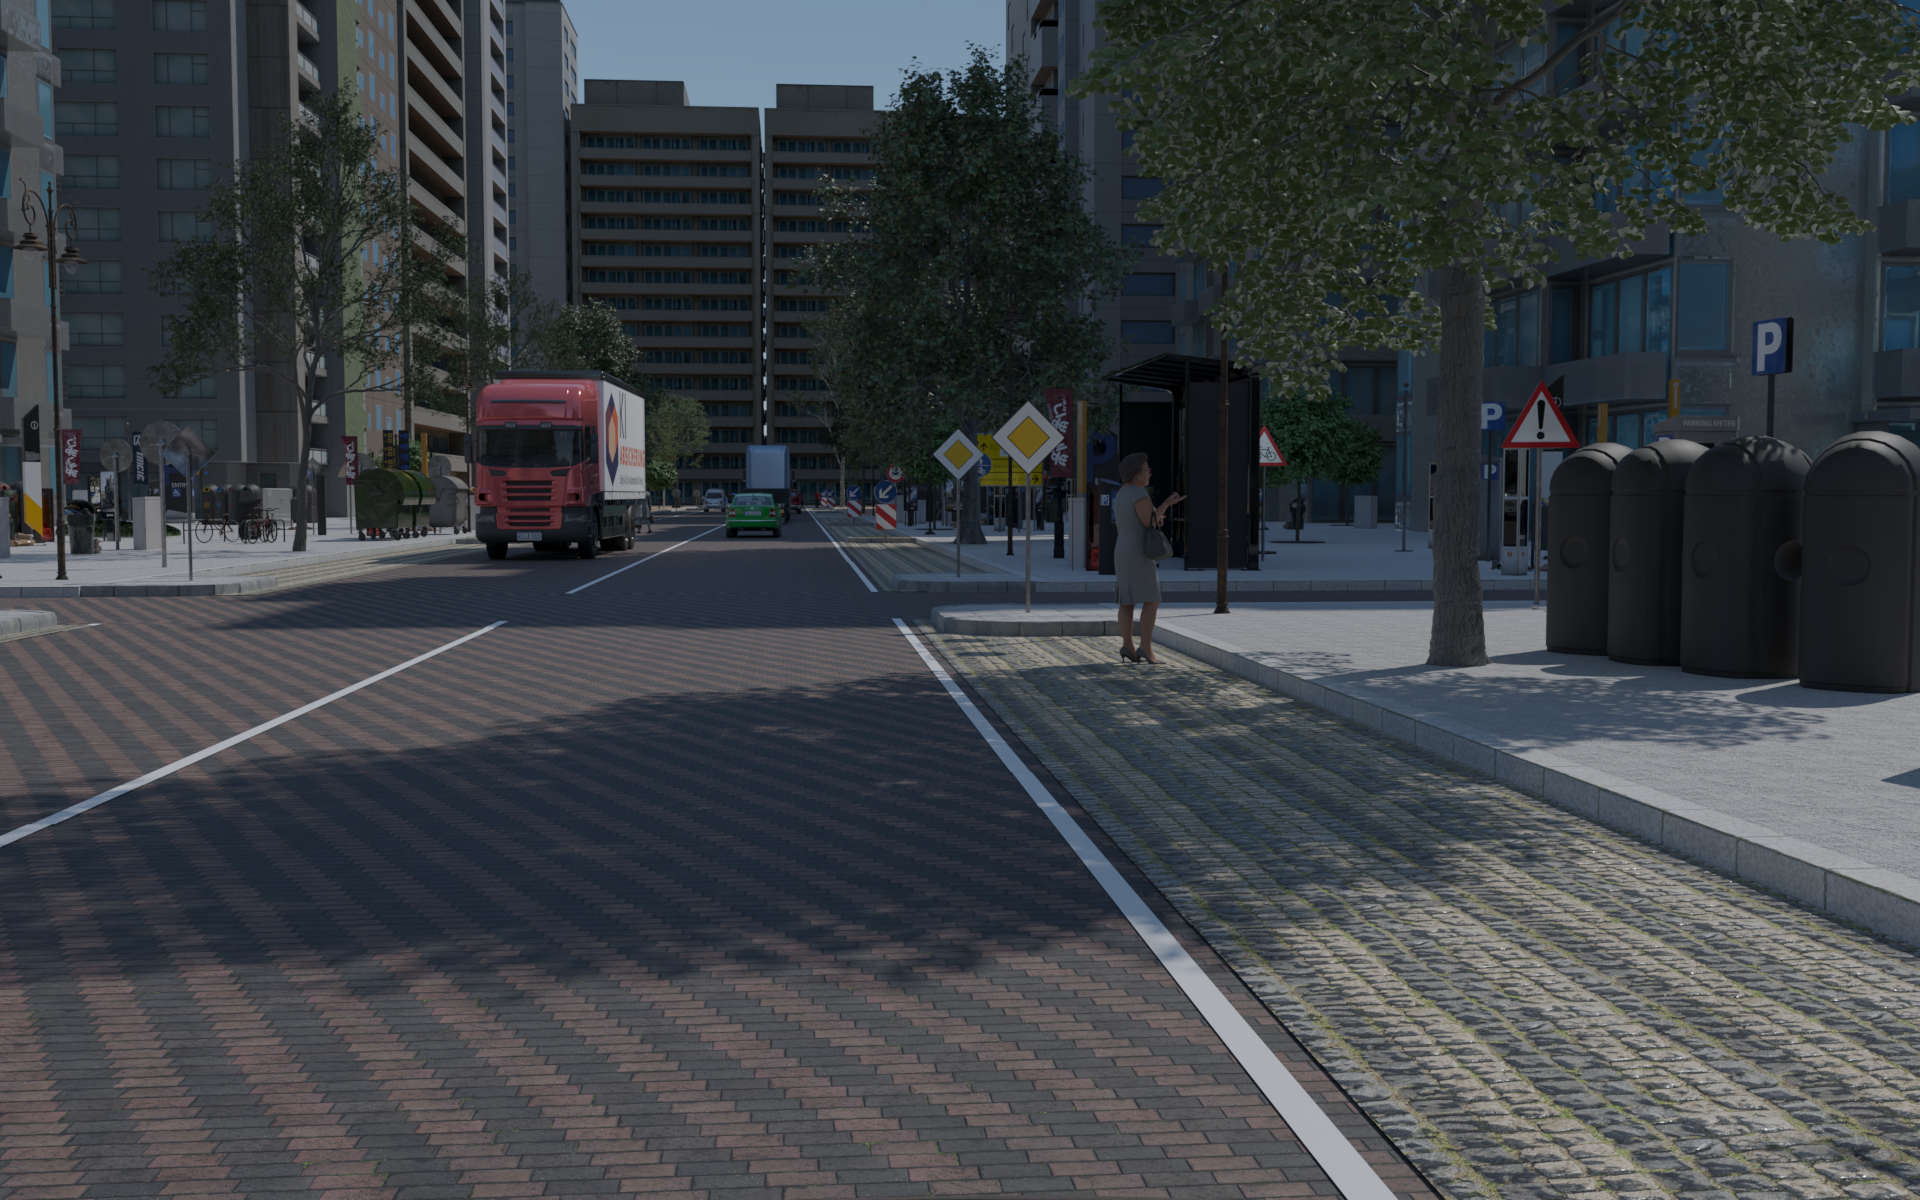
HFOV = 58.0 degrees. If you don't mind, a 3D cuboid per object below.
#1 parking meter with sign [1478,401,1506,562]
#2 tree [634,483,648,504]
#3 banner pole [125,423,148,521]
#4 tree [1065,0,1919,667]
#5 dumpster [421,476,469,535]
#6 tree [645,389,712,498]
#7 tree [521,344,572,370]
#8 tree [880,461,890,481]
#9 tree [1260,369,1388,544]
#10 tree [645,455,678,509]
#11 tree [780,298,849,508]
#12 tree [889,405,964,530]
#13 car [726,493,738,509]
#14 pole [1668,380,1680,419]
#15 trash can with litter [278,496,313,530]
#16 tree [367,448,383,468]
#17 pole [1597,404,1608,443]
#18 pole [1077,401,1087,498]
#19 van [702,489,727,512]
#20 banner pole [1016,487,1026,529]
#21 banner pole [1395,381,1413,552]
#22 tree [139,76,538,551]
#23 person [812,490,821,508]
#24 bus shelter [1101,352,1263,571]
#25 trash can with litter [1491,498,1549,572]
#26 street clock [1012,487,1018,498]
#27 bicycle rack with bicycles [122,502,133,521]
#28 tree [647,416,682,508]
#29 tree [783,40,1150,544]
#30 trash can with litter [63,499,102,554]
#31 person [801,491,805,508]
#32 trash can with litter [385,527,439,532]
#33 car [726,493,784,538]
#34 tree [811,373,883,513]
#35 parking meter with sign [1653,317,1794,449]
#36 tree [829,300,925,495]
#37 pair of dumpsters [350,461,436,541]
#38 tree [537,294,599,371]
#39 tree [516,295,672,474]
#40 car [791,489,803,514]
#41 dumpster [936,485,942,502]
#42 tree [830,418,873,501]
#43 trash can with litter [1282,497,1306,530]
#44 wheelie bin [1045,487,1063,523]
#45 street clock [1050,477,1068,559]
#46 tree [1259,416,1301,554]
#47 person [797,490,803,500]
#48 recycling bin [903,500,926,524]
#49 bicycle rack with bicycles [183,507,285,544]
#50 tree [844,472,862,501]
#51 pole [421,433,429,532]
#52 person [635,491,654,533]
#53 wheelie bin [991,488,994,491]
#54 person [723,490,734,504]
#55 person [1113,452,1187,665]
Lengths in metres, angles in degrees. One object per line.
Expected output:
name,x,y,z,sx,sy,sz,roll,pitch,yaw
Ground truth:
parking meter with sign,10.297,-2.278,33.512,0.543,3.016,1.738,1,4,20
tree,-23.269,-7.949,124.575,1.663,3.219,1.824,0,3,0
banner pole,-28.966,-4.333,60.859,0.863,3.779,0.401,-2,4,-32
tree,3.867,-5.758,12.267,7.486,12.596,7.792,0,3,0
dumpster,-16.443,-3.023,55.178,1.264,1.857,1.865,0,4,-5
tree,-28.103,-15.007,171.116,9.928,11.665,9.643,0,3,0
tree,-19.341,-8.171,83.962,4.360,8.622,3.978,0,3,0
tree,-3.939,-8.858,95.182,4.360,8.622,3.978,0,3,0
tree,8.813,-3.776,45.456,4.285,4.588,4.351,0,3,0
tree,-25.205,-9.860,144.930,4.285,4.588,4.351,0,3,0
tree,-10.786,-18.947,165.665,12.611,20.169,13.585,0,3,0
tree,-0.863,-4.792,62.058,4.285,4.588,4.351,0,3,0
car,-22.436,-9.966,172.538,1.945,1.707,3.694,0,4,-6
pole,12.730,-2.270,30.954,0.158,3.312,0.155,0,3,0
trash can with litter,-24.132,-3.117,62.026,2.233,1.210,1.678,-3,5,-39
tree,-24.693,-4.790,72.910,1.663,3.219,1.824,0,3,0
pole,14.490,-2.770,39.141,0.158,3.312,0.155,0,3,0
pole,2.669,-2.700,37.983,0.158,3.312,0.155,0,3,0
van,-19.871,-8.159,140.409,2.013,2.044,4.112,0,4,-4
banner pole,2.361,-4.502,63.632,0.401,3.779,0.863,2,4,30
banner pole,9.956,-2.985,38.816,0.401,3.779,0.863,1,4,10
tree,-14.439,-6.360,38.398,7.601,10.594,8.767,0,4,2
person,-13.270,-9.343,161.201,1.348,1.831,0.705,-3,5,-40
bus shelter,3.977,-2.487,31.953,1.731,3.624,6.357,0,4,-5
trash can with litter,9.639,-1.114,29.273,1.678,1.210,2.233,-2,4,-33
street clock,2.363,-4.361,75.880,0.358,2.002,0.471,-1,4,-9
bicycle rack with bicycles,-38.873,-4.174,81.632,2.925,0.926,2.852,0,4,1
tree,-27.752,-12.874,160.856,4.737,8.622,4.395,0,3,0
tree,0.267,-7.789,44.350,9.611,12.733,9.660,0,3,0
trash can with litter,-18.761,-1.567,37.011,0.624,1.170,1.055,-1,4,-11
person,-16.199,-10.258,176.900,0.721,1.739,1.217,3,4,37
trash can with litter,-19.078,-2.978,59.744,2.233,1.210,1.678,-1,4,-23
car,-6.916,-3.028,58.309,1.959,1.807,4.718,0,4,-5
tree,-6.182,-11.038,114.881,8.767,10.594,7.601,3,5,39
parking meter with sign,7.283,-1.282,17.214,1.738,3.016,0.543,-1,4,-9
tree,-2.837,-10.346,87.284,7.486,12.596,7.792,0,3,0
pair of dumpsters,-16.179,-2.873,49.459,1.574,2.255,4.437,0,4,-5
tree,-17.625,-8.143,67.558,8.767,10.594,7.601,2,4,25
tree,-21.375,-11.203,100.177,9.611,12.733,9.660,0,3,0
car,-12.563,-7.168,125.874,2.281,1.827,5.304,0,4,-5
dumpster,-0.860,-5.707,99.072,1.264,1.857,1.865,0,4,-6
tree,-8.891,-11.818,143.593,4.737,8.622,4.395,0,3,0
trash can with litter,12.029,-3.132,62.594,0.624,1.170,1.055,-2,4,-24
wheelie bin,4.191,-4.272,77.756,0.980,1.594,0.693,3,5,43
street clock,1.976,-1.831,34.509,0.358,2.002,0.471,1,4,16
tree,6.202,-2.600,37.108,1.663,3.219,1.824,0,3,0
person,-12.595,-7.802,136.591,0.721,1.766,1.217,1,4,12
recycling bin,-1.960,-3.811,74.868,0.722,1.027,0.722,-3,5,-44
bicycle rack with bicycles,-18.913,-1.975,45.670,2.852,0.926,2.925,1,4,12
tree,-9.177,-9.357,147.587,1.663,3.219,1.824,0,3,0
pole,-17.892,-3.919,57.911,0.158,3.312,0.155,0,3,0
person,-11.515,-3.325,62.960,0.694,1.812,0.767,-3,5,-39
wheelie bin,1.946,-5.397,96.149,0.980,1.594,0.693,-2,4,-23
person,-17.777,-7.625,133.890,1.217,1.735,0.721,-2,4,-27
person,1.597,-0.347,14.535,0.532,1.782,0.716,-1,4,-19
